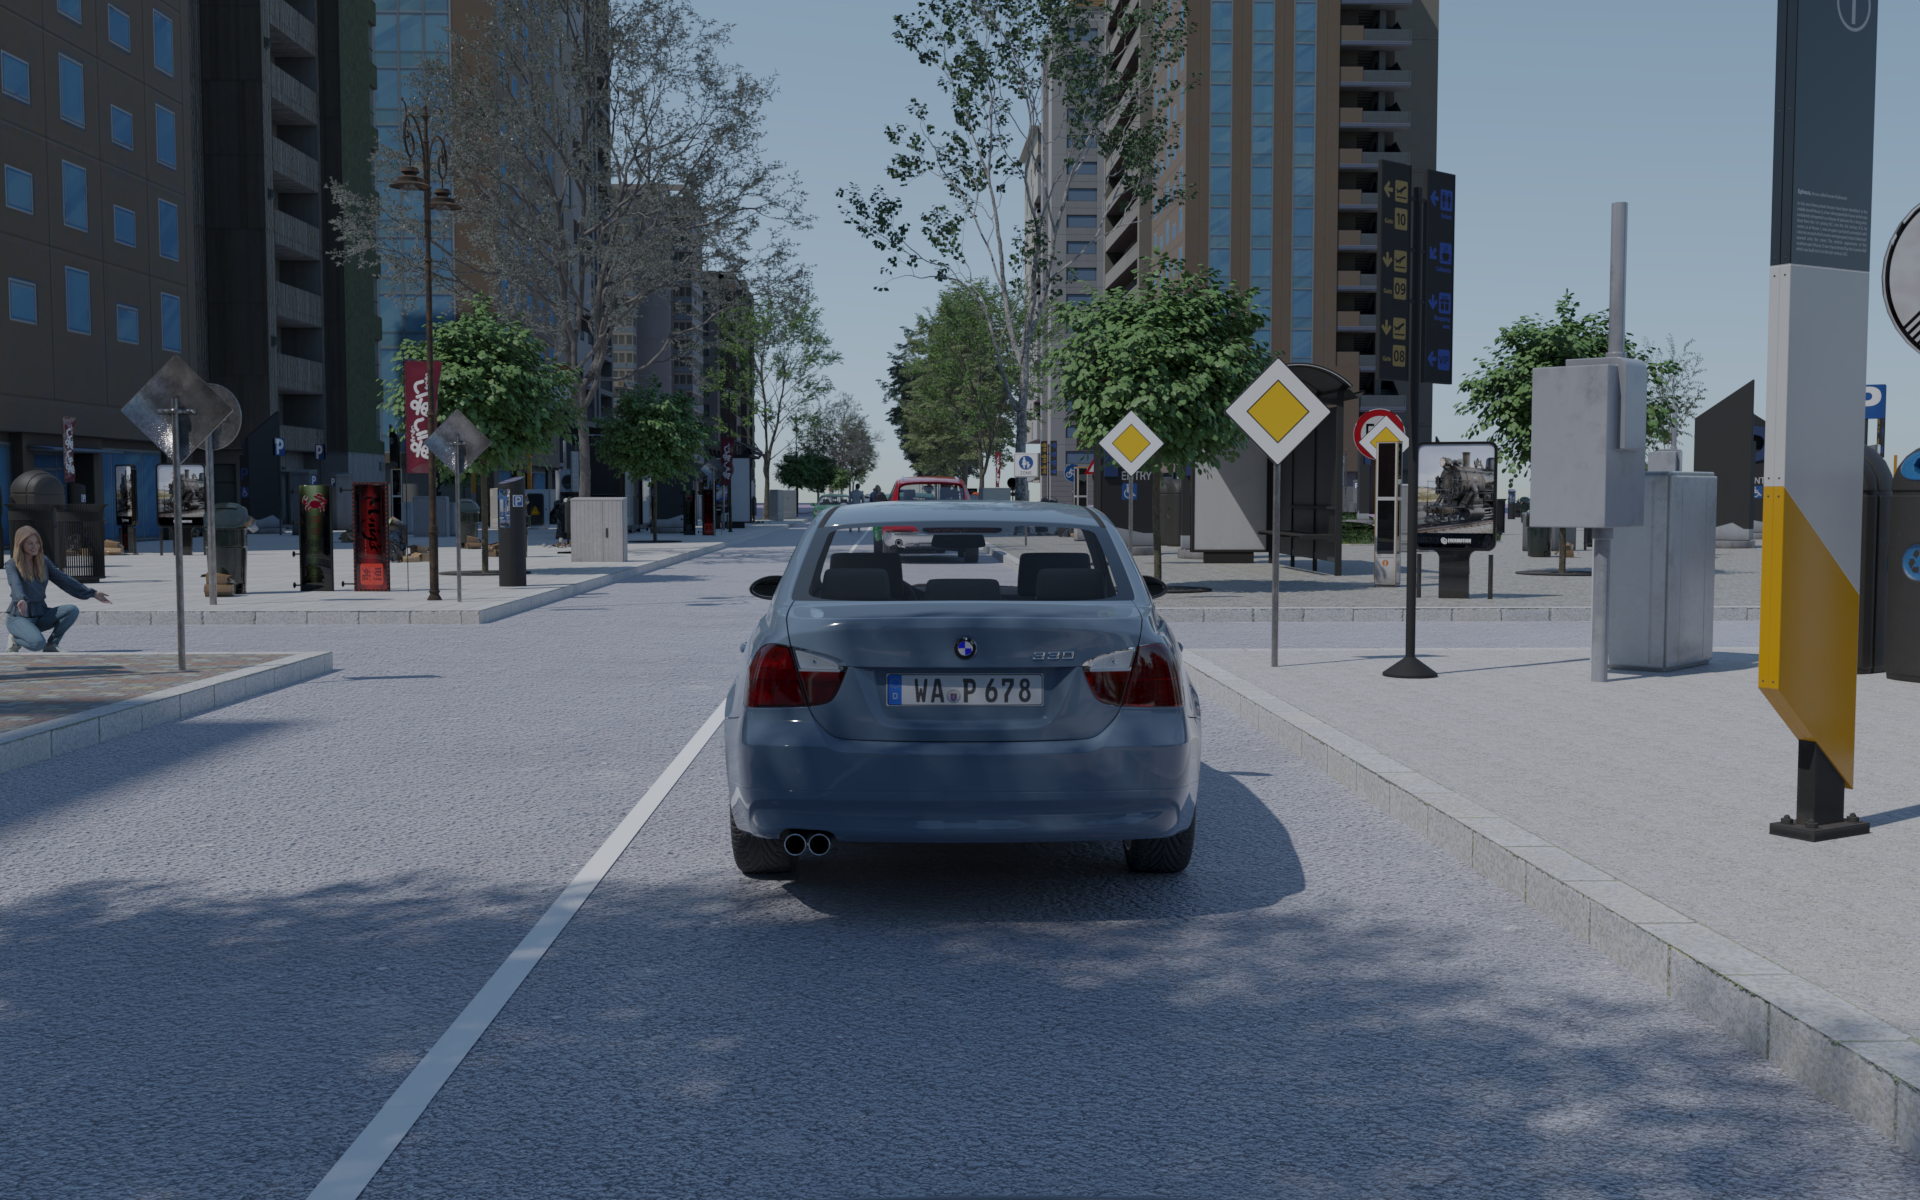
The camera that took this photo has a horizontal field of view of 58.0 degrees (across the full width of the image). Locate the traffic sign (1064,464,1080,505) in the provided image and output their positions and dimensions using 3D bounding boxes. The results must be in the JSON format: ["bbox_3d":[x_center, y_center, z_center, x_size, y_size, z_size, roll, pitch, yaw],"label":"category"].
[{"bbox_3d":[4.788,-4.477,73.307,0.768,2.556,0.104,0,4,4],"label":"traffic sign"}]

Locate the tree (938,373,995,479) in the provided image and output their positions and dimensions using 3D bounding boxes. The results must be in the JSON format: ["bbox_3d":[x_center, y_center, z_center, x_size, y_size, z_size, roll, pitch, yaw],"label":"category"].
[{"bbox_3d":[0.233,-9.091,98.994,4.737,8.622,4.395,0,3,0],"label":"tree"}]

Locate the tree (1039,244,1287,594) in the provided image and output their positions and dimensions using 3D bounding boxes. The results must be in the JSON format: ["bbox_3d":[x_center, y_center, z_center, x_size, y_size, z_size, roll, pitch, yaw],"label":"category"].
[{"bbox_3d":[2.697,-2.398,22.925,4.285,4.588,4.351,0,3,0],"label":"tree"}]

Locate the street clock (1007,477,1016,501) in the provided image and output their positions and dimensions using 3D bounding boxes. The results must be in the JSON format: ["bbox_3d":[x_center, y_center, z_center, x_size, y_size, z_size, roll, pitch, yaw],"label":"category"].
[{"bbox_3d":[2.297,-4.327,75.311,0.471,2.002,0.358,2,4,29],"label":"street clock"}]

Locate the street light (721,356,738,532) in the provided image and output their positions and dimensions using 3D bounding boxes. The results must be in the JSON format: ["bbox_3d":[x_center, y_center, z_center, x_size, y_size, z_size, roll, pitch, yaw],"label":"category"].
[{"bbox_3d":[-7.729,-5.219,58.118,0.468,5.910,1.993,0,4,-2],"label":"street light"}]

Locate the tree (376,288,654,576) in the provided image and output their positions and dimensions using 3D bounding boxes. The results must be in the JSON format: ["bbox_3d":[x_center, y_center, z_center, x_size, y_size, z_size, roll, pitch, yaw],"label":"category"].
[{"bbox_3d":[-7.712,-2.689,27.686,4.285,4.588,4.351,0,3,0],"label":"tree"}]

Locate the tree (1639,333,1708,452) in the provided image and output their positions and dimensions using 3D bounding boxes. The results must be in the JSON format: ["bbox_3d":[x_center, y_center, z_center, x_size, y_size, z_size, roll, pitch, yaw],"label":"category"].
[{"bbox_3d":[31.959,-7.848,78.675,4.360,8.622,3.978,0,3,0],"label":"tree"}]

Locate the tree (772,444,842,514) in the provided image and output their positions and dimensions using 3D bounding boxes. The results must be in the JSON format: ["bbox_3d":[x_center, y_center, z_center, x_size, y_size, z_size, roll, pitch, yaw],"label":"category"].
[{"bbox_3d":[-10.674,-7.976,114.126,4.285,4.588,4.351,0,3,0],"label":"tree"}]

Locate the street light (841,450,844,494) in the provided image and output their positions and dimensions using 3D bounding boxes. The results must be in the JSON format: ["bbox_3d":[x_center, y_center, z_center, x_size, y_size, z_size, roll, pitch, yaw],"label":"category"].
[{"bbox_3d":[-12.200,-12.690,180.267,0.468,5.910,1.993,0,4,-2],"label":"street light"}]

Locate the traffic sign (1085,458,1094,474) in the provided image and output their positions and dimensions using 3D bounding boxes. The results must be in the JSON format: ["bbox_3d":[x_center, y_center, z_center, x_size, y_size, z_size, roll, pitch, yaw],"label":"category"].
[{"bbox_3d":[3.789,-2.845,46.514,0.884,2.594,0.081,0,4,3],"label":"traffic sign"}]

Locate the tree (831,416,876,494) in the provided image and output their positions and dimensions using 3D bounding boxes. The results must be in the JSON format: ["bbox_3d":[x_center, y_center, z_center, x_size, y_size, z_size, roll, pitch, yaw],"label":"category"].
[{"bbox_3d":[-15.502,-20.316,250.287,7.486,12.596,7.792,0,3,0],"label":"tree"}]

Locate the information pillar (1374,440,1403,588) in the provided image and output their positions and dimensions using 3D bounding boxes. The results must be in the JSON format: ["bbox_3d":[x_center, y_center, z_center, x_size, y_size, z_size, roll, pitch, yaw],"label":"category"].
[{"bbox_3d":[5.910,-1.186,23.888,0.304,2.012,0.304,2,4,27],"label":"information pillar"}]

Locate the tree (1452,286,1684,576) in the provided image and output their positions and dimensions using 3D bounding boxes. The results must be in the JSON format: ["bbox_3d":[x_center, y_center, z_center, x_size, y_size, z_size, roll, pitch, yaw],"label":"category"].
[{"bbox_3d":[9.608,-2.688,27.660,4.285,4.588,4.351,0,3,0],"label":"tree"}]

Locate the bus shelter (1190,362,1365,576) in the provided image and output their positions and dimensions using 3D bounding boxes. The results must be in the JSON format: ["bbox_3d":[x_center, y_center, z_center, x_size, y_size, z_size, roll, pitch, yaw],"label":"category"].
[{"bbox_3d":[5.123,-2.172,29.436,2.014,3.302,5.546,0,4,-2],"label":"bus shelter"}]

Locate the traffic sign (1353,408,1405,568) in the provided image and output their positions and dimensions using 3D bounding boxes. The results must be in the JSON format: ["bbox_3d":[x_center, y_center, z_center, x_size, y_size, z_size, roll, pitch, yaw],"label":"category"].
[{"bbox_3d":[6.242,-1.576,25.879,0.768,2.556,0.104,0,4,2],"label":"traffic sign"}]

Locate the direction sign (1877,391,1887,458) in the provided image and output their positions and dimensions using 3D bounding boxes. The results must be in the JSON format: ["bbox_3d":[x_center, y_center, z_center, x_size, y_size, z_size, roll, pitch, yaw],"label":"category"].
[{"bbox_3d":[19.970,-2.789,37.604,0.379,3.537,0.876,1,4,19],"label":"direction sign"}]

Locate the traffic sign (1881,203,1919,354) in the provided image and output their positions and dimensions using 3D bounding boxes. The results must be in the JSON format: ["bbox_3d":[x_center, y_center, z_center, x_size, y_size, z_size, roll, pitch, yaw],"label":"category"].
[{"bbox_3d":[4.153,-0.432,7.173,0.768,2.556,0.104,0,4,0],"label":"traffic sign"}]

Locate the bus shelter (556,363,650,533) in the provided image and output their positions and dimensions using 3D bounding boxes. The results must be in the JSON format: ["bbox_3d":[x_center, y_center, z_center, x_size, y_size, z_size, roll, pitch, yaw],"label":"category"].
[{"bbox_3d":[-11.483,-4.786,55.886,2.179,5.291,8.768,0,4,-2],"label":"bus shelter"}]

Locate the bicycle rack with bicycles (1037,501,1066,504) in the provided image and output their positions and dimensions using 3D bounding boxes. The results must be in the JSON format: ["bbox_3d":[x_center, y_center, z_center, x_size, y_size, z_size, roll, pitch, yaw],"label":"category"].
[{"bbox_3d":[3.493,-4.394,85.216,2.925,0.926,2.852,-1,4,-17],"label":"bicycle rack with bicycles"}]

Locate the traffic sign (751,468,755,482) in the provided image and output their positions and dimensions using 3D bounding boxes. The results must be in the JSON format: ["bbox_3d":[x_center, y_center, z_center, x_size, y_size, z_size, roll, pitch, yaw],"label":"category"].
[{"bbox_3d":[-9.774,-4.851,79.416,0.768,2.556,0.104,0,4,7],"label":"traffic sign"}]

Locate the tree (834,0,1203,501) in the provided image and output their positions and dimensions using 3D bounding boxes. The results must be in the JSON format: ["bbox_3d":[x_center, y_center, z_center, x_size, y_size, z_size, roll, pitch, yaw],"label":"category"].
[{"bbox_3d":[2.111,-12.357,57.924,12.611,20.169,13.585,0,3,0],"label":"tree"}]

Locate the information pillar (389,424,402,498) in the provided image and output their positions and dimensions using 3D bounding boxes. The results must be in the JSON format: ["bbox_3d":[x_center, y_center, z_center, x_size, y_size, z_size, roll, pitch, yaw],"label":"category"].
[{"bbox_3d":[-18.890,-4.070,57.897,0.504,3.616,0.183,3,4,39],"label":"information pillar"}]

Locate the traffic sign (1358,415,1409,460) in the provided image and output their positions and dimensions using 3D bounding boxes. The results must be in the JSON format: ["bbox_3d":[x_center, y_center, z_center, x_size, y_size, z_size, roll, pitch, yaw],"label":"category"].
[{"bbox_3d":[6.243,-1.485,25.465,0.795,2.450,0.064,0,4,3],"label":"traffic sign"}]

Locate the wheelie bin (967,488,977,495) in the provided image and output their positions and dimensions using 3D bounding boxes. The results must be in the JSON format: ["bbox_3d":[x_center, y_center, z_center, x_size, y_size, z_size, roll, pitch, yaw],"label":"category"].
[{"bbox_3d":[0.635,-5.159,92.259,0.980,1.594,0.693,0,3,0],"label":"wheelie bin"}]

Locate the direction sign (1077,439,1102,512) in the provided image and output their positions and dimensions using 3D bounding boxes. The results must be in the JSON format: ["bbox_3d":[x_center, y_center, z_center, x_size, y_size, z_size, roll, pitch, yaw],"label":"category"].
[{"bbox_3d":[2.517,-2.388,31.038,0.876,3.537,0.379,1,4,18],"label":"direction sign"}]

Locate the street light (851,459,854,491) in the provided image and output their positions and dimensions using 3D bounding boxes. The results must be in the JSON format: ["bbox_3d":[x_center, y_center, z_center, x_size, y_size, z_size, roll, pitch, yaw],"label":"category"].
[{"bbox_3d":[-13.517,-14.974,217.617,0.468,5.910,1.993,0,4,-2],"label":"street light"}]

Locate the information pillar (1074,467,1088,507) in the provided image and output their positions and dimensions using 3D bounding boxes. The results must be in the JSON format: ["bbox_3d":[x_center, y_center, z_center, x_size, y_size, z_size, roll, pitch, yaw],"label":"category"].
[{"bbox_3d":[3.284,-2.602,47.043,0.304,2.012,0.304,-1,4,-15],"label":"information pillar"}]

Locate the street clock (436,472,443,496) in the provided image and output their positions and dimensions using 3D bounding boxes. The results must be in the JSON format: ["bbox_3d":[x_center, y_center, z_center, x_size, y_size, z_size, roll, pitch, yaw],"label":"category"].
[{"bbox_3d":[-16.797,-3.121,55.591,0.471,2.002,0.358,3,4,36],"label":"street clock"}]

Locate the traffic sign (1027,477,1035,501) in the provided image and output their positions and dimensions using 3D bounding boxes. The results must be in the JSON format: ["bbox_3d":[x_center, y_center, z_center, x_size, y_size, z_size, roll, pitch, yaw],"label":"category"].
[{"bbox_3d":[2.826,-4.427,72.495,0.768,2.556,0.104,0,4,1],"label":"traffic sign"}]

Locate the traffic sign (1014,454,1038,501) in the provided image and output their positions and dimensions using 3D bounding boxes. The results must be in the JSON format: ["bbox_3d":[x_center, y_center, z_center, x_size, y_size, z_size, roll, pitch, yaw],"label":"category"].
[{"bbox_3d":[1.639,-2.503,43.046,0.606,2.300,0.079,0,4,4],"label":"traffic sign"}]

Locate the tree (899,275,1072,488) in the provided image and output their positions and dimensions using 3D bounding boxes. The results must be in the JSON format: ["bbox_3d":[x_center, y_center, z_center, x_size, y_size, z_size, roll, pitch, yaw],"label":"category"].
[{"bbox_3d":[1.187,-9.498,81.052,9.928,11.665,9.643,0,3,0],"label":"tree"}]

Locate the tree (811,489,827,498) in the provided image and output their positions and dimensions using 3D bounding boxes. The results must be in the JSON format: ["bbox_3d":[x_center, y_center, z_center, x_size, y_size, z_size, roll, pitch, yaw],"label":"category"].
[{"bbox_3d":[-11.411,-8.993,141.633,1.663,3.219,1.824,0,3,0],"label":"tree"}]

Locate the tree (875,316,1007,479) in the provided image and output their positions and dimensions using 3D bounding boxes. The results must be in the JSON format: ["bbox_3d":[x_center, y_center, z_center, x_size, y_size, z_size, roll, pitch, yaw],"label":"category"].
[{"bbox_3d":[-0.876,-12.699,114.287,9.857,13.997,8.962,0,3,0],"label":"tree"}]

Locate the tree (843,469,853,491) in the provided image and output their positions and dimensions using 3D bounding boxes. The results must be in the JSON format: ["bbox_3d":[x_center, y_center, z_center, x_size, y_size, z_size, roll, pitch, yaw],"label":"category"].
[{"bbox_3d":[-10.100,-8.435,121.618,4.285,4.588,4.351,0,3,0],"label":"tree"}]

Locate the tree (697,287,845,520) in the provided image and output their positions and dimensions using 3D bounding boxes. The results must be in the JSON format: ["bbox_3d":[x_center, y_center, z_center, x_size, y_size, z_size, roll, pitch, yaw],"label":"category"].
[{"bbox_3d":[-9.518,-9.779,85.644,9.928,11.665,9.643,0,3,0],"label":"tree"}]

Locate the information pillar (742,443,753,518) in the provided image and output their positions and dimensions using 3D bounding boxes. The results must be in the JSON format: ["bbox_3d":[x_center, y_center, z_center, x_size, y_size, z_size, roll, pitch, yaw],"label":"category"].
[{"bbox_3d":[-9.802,-5.429,80.118,0.504,3.616,0.183,0,4,1],"label":"information pillar"}]

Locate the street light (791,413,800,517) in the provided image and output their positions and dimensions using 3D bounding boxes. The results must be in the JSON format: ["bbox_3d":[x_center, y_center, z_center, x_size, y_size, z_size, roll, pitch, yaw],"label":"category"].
[{"bbox_3d":[-9.181,-7.608,97.177,0.468,5.910,1.993,0,4,-2],"label":"street light"}]

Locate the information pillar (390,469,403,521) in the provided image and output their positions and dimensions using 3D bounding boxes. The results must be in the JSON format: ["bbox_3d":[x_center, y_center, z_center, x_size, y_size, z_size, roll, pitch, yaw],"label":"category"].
[{"bbox_3d":[-16.315,-2.793,50.161,0.304,2.012,0.304,-1,4,-23],"label":"information pillar"}]

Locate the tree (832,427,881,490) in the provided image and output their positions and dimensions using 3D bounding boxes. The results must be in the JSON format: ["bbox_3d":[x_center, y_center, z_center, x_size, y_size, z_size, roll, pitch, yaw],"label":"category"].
[{"bbox_3d":[-14.666,-18.417,235.527,8.767,10.594,7.601,1,4,9],"label":"tree"}]

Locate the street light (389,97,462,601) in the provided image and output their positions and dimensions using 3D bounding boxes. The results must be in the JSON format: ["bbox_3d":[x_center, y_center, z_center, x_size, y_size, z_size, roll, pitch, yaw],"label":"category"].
[{"bbox_3d":[-6.348,-2.933,20.745,0.468,5.910,1.993,0,4,-2],"label":"street light"}]

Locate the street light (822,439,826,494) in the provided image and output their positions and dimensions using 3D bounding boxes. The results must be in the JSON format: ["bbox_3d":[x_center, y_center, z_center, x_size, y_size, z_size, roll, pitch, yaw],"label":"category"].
[{"bbox_3d":[-10.562,-9.892,134.524,0.468,5.910,1.993,0,4,-2],"label":"street light"}]

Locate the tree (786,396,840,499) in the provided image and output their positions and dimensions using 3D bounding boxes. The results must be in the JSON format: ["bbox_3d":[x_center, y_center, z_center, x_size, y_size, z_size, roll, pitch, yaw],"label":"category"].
[{"bbox_3d":[-10.721,-10.885,128.330,4.360,8.622,3.978,0,3,0],"label":"tree"}]

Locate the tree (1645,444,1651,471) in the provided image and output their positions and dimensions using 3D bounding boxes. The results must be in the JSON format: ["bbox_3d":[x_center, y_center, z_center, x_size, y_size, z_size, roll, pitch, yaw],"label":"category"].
[{"bbox_3d":[21.840,-3.740,55.747,1.663,3.219,1.824,0,3,0],"label":"tree"}]

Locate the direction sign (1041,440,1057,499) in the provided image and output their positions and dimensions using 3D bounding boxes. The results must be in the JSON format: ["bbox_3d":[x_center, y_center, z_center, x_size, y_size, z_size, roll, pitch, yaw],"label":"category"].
[{"bbox_3d":[3.764,-4.985,73.497,0.876,3.537,0.379,3,5,43],"label":"direction sign"}]

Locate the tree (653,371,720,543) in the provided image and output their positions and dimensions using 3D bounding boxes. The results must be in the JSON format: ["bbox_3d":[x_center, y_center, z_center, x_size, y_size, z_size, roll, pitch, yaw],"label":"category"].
[{"bbox_3d":[-8.093,-3.814,46.077,4.285,4.588,4.351,0,3,0],"label":"tree"}]

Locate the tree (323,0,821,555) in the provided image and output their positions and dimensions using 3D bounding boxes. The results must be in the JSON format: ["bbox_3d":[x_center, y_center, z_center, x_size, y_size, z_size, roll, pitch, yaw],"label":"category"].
[{"bbox_3d":[-8.024,-7.727,36.710,12.009,13.543,11.850,0,3,0],"label":"tree"}]

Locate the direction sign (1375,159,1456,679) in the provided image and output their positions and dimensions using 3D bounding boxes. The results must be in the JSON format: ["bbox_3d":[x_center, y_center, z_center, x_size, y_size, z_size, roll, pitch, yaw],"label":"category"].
[{"bbox_3d":[3.169,-1.229,12.093,0.876,3.537,0.379,-3,5,-41],"label":"direction sign"}]

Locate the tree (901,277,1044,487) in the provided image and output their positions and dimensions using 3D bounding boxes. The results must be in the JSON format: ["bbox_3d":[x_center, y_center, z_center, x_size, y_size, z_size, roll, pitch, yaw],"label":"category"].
[{"bbox_3d":[0.656,-10.574,91.008,7.486,12.596,7.792,0,3,0],"label":"tree"}]

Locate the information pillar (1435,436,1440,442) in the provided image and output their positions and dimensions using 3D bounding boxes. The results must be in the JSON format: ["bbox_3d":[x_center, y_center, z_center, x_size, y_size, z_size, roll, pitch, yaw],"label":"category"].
[{"bbox_3d":[19.289,-4.803,69.889,0.183,3.616,0.504,-1,4,-12],"label":"information pillar"}]

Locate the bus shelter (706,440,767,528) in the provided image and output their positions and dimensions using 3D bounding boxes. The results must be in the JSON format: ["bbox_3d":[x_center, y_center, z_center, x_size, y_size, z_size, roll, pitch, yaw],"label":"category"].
[{"bbox_3d":[-8.673,-4.482,67.209,2.014,3.302,5.546,0,4,-2],"label":"bus shelter"}]

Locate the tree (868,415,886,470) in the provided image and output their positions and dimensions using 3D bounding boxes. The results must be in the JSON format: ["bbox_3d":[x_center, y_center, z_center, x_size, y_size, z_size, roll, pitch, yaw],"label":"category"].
[{"bbox_3d":[-13.869,-17.927,203.473,12.009,13.543,11.850,0,3,0],"label":"tree"}]
